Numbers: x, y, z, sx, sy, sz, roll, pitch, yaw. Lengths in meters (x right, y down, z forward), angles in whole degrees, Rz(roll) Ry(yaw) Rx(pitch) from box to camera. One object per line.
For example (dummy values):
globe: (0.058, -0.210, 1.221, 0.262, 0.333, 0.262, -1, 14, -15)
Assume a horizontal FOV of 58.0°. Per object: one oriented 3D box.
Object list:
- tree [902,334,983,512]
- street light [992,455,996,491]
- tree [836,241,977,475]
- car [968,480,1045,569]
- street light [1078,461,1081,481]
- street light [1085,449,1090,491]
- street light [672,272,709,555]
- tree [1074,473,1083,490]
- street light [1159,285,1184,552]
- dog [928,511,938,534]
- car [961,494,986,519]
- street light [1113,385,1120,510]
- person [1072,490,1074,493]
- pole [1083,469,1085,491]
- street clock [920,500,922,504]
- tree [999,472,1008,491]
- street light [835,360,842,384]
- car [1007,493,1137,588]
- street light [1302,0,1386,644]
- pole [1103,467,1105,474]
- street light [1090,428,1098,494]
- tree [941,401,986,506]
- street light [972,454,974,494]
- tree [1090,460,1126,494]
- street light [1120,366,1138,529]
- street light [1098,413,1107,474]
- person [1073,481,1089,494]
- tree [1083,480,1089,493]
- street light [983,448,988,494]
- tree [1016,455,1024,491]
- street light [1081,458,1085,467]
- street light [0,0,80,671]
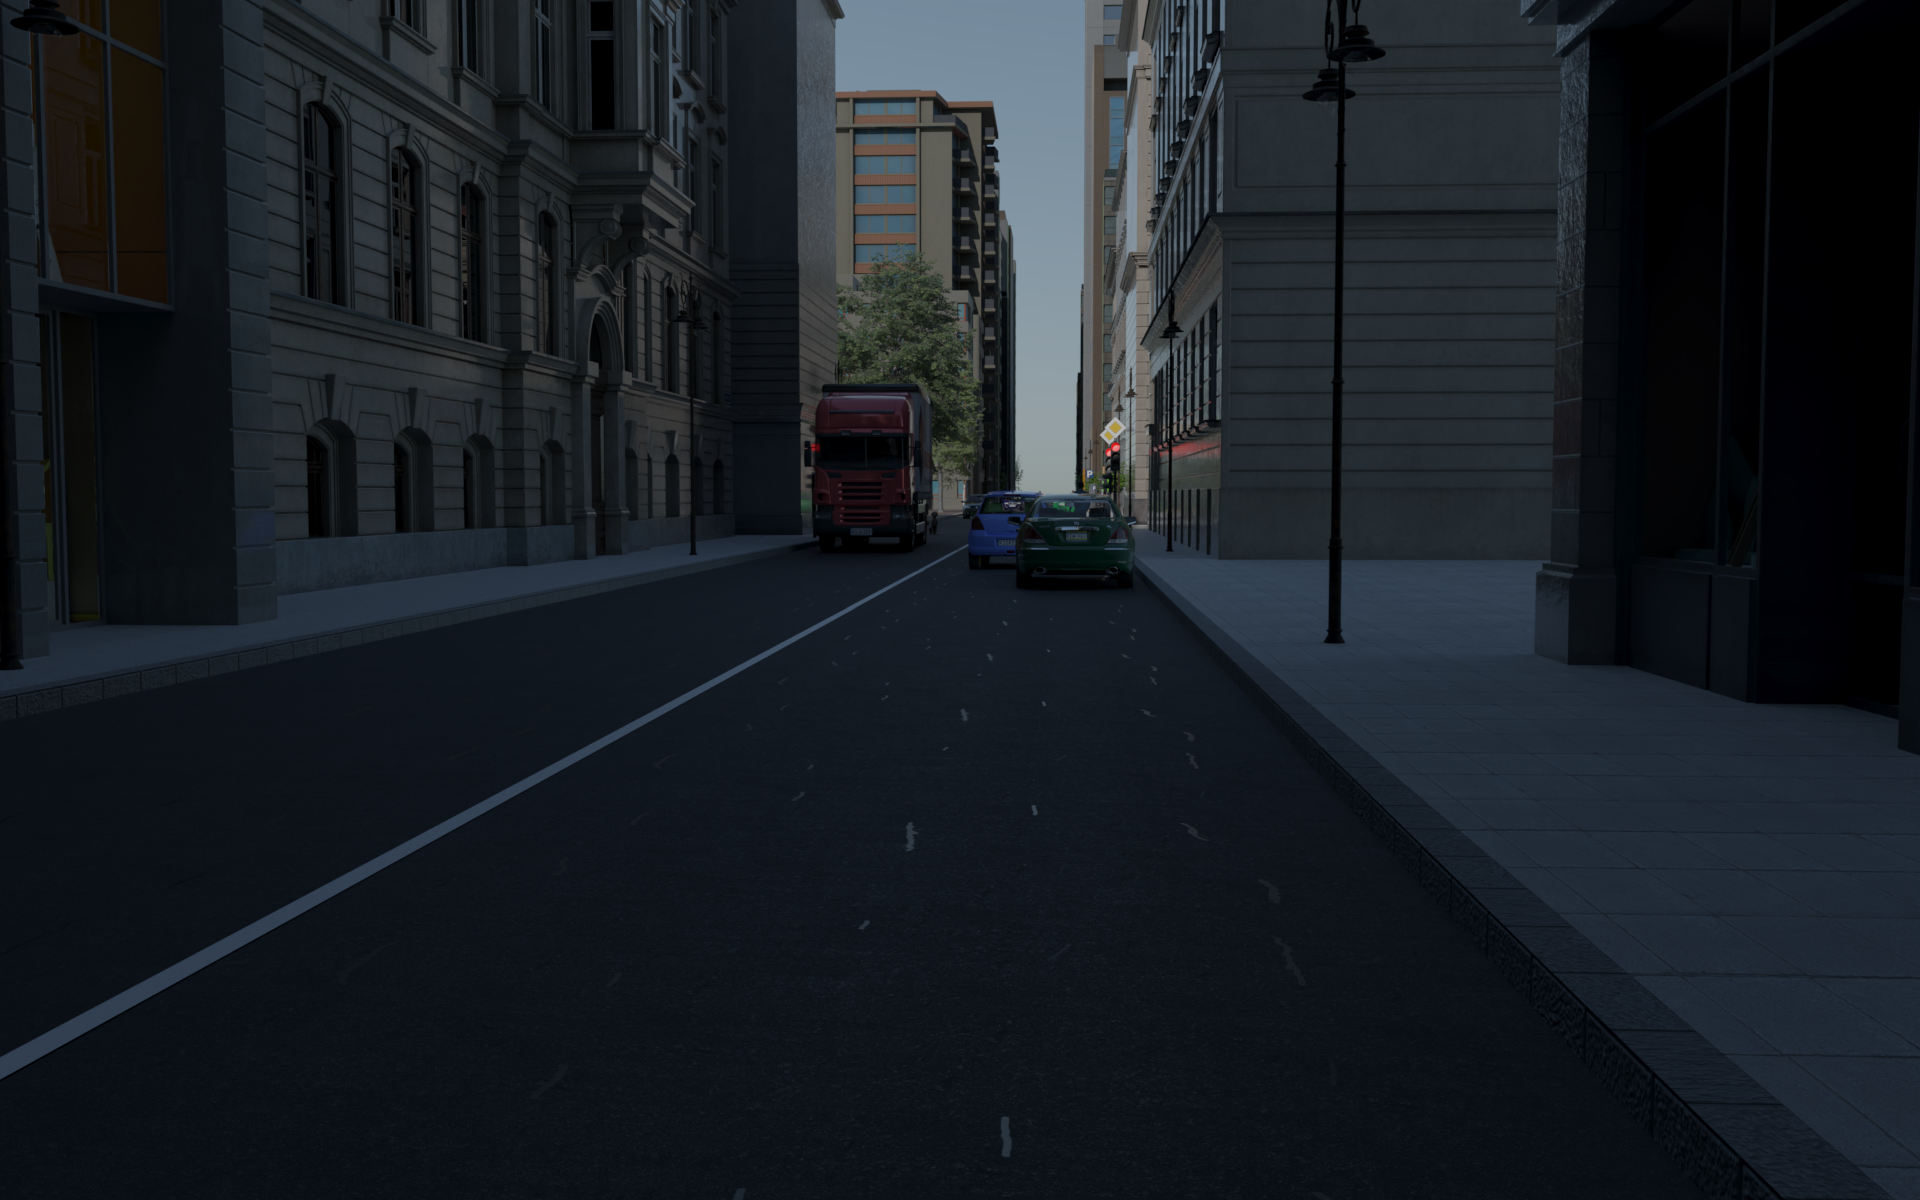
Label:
tree: (-1.675, -12.443, 121.563, 7.486, 12.596, 7.792, 0, 3, 0)
street light: (3.862, -13.640, 195.796, 0.468, 5.910, 1.993, 0, 4, 3)
tree: (-3.668, -11.155, 89.043, 9.857, 13.997, 8.962, 0, 3, 0)
car: (1.120, -1.517, 34.400, 1.945, 1.707, 3.694, 0, 4, 5)
street light: (14.074, -13.773, 197.968, 0.468, 5.910, 1.993, 0, 4, 3)
street light: (11.251, -10.825, 149.778, 0.468, 5.910, 1.993, 0, 4, 3)
street light: (-5.607, -3.881, 36.235, 0.468, 5.910, 1.993, 0, 4, 3)
tree: (16.546, -15.008, 229.096, 4.285, 4.588, 4.351, 0, 3, 0)
street light: (4.679, -4.018, 38.487, 0.468, 5.910, 1.993, 0, 4, 3)
dog: (-0.860, -2.742, 61.662, 0.513, 0.831, 0.800, 2, 4, 28)
car: (1.099, -5.573, 100.905, 2.009, 1.686, 4.222, 0, 4, 4)
street light: (6.744, -6.158, 73.477, 0.468, 5.910, 1.993, 0, 4, 3)
person: (9.468, -8.454, 147.167, 0.683, 1.767, 0.568, 0, 4, 4)
pole: (10.012, -8.938, 139.986, 0.158, 3.312, 0.155, 0, 3, 0)
street clock: (-2.479, -6.562, 111.858, 0.471, 2.002, 0.358, 2, 4, 25)
tree: (4.626, -14.701, 224.071, 4.285, 4.588, 4.351, 0, 3, 0)
street light: (-4.192, -5.332, 59.968, 0.468, 5.910, 1.993, 0, 4, 3)
car: (1.818, -0.985, 27.910, 2.131, 1.459, 4.920, 0, 4, 2)
street light: (3.228, -2.567, 14.756, 0.468, 5.910, 1.993, 0, 4, 3)
pole: (10.640, -8.220, 128.245, 0.158, 3.312, 0.155, 0, 3, 0)
street light: (9.529, -9.086, 121.340, 0.468, 5.910, 1.993, 0, 4, 3)
tree: (0.214, -11.386, 136.526, 4.360, 8.622, 3.978, 0, 3, 0)
street light: (1.089, -10.726, 148.163, 0.468, 5.910, 1.993, 0, 4, 3)
tree: (7.615, -5.564, 85.573, 1.663, 3.219, 1.824, 0, 3, 0)
street light: (6.156, -5.492, 62.578, 0.468, 5.910, 1.993, 0, 4, 3)
street light: (8.170, -7.610, 97.210, 0.468, 5.910, 1.993, 0, 4, 3)
person: (3.661, -2.702, 52.699, 0.660, 1.820, 0.620, -1, 4, -18)
tree: (11.439, -9.351, 147.486, 1.663, 3.219, 1.824, 0, 3, 0)
street light: (2.509, -12.178, 171.896, 0.468, 5.910, 1.993, 0, 4, 3)
tree: (9.566, -21.767, 306.254, 4.737, 8.622, 4.395, 0, 3, 0)
street light: (12.608, -12.290, 173.723, 0.468, 5.910, 1.993, 0, 4, 3)
street light: (-6.956, -2.429, 12.498, 0.468, 5.910, 1.993, 0, 4, 3)
